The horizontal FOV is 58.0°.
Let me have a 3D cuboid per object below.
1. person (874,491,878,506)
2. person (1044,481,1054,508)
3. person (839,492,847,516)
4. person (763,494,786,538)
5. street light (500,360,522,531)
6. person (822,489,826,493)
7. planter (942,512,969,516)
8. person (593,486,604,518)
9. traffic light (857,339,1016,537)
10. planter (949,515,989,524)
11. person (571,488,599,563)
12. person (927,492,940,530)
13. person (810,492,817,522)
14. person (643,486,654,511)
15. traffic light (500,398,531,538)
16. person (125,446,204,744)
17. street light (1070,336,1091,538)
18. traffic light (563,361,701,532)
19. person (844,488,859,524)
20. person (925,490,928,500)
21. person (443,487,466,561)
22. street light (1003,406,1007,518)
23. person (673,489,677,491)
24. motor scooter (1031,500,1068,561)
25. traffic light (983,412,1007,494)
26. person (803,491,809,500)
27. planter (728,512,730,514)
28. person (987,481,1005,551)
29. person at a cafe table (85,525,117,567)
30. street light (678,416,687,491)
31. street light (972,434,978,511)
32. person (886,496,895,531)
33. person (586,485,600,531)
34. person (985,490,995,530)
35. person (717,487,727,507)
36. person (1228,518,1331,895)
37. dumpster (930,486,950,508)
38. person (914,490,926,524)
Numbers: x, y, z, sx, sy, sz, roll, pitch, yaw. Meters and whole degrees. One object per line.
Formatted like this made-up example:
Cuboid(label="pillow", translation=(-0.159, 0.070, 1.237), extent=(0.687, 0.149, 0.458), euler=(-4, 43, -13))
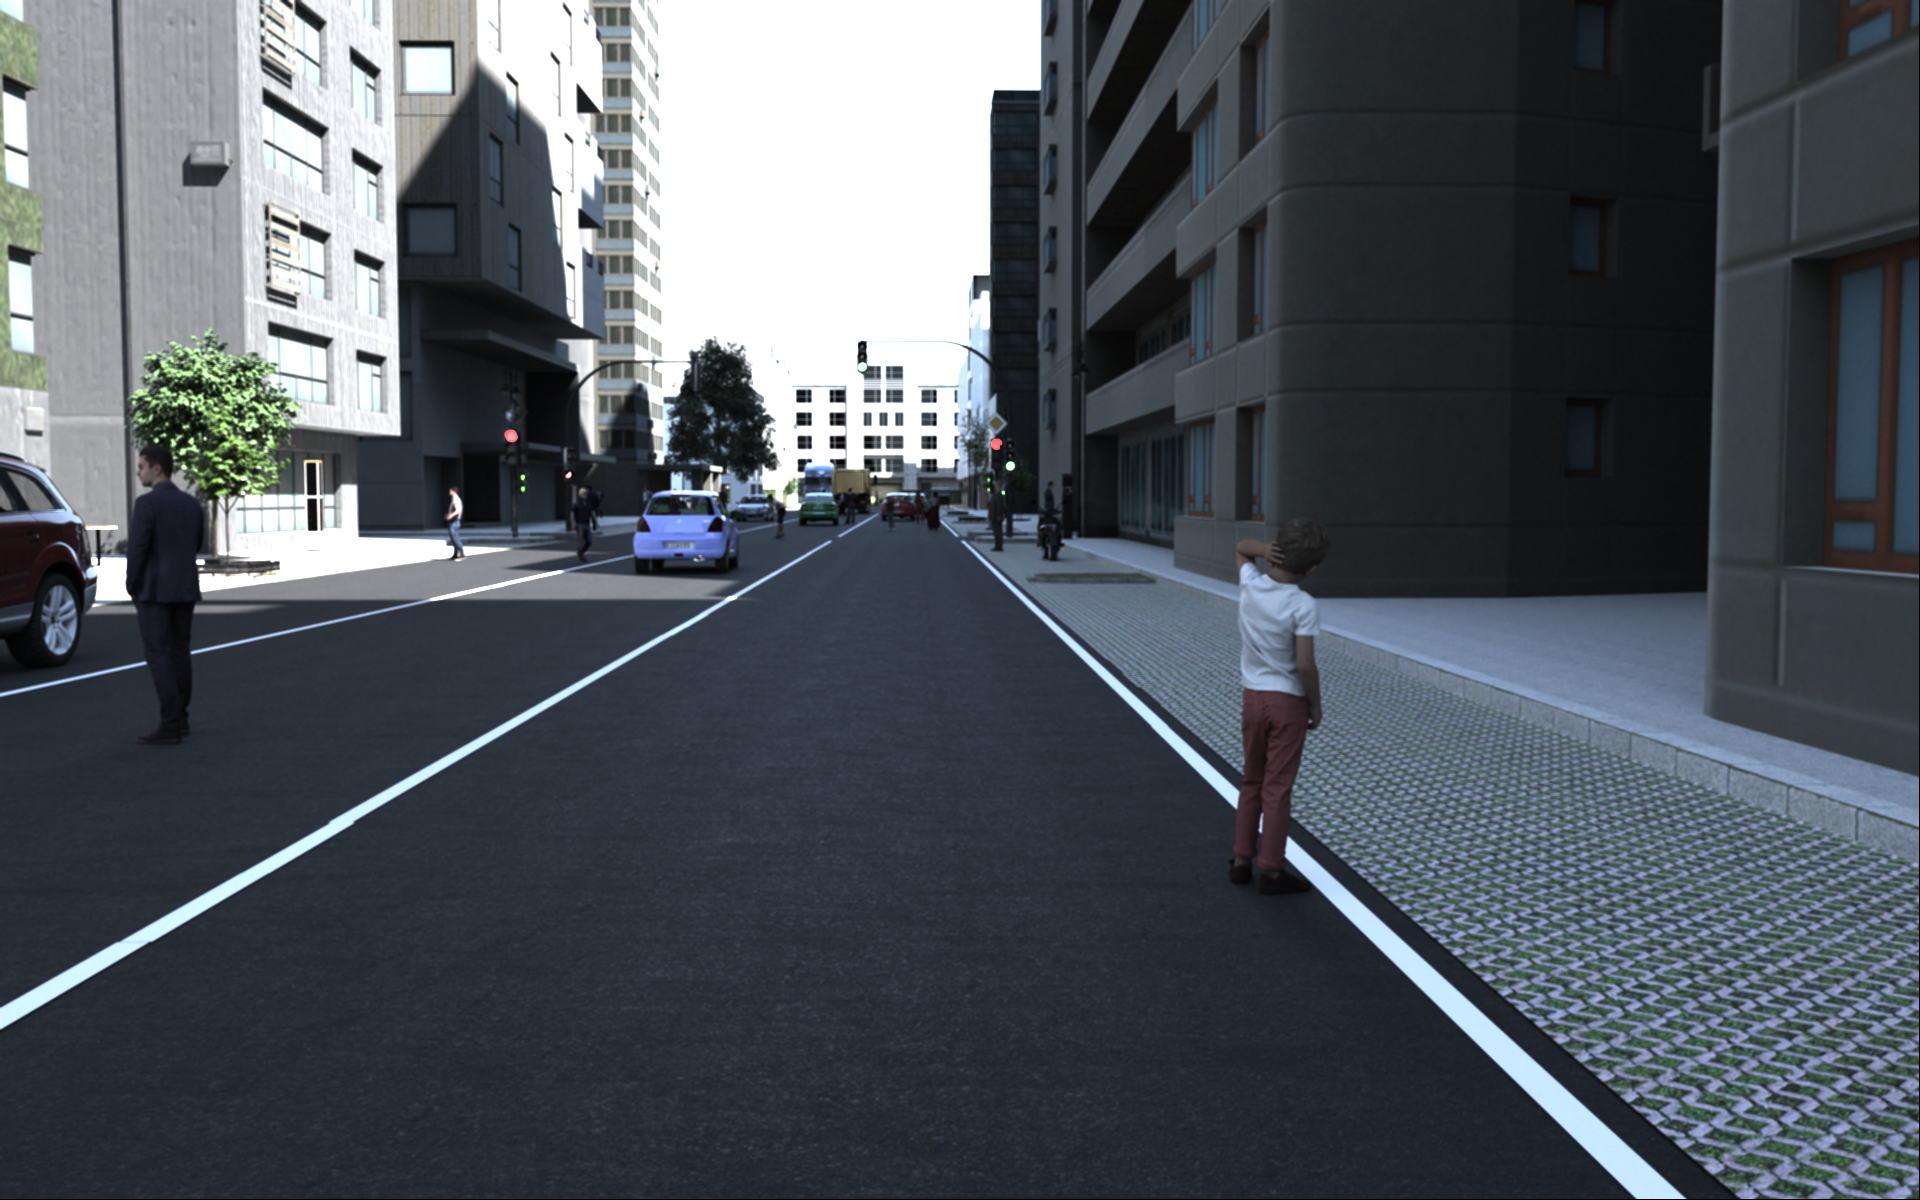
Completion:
Cuboid(label="person", translation=(-10.193, -12.357, 210.541), extent=(0.705, 1.823, 1.348), euler=(1, 4, 15))
Cuboid(label="person", translation=(3.030, -3.162, 58.662), extent=(0.530, 1.710, 0.541), euler=(2, 4, 33))
Cuboid(label="person", translation=(-7.628, -6.246, 112.840), extent=(0.590, 1.554, 0.614), euler=(-1, 4, -11))
Cuboid(label="person", translation=(-6.022, -2.737, 56.441), extent=(0.628, 1.438, 0.799), euler=(1, 4, 10))
Cuboid(label="street light", translation=(-15.479, -5.324, 59.832), extent=(0.468, 5.910, 1.993), euler=(0, 4, -2))
Cuboid(label="person", translation=(-8.661, -6.175, 110.188), extent=(0.841, 1.734, 0.376), euler=(0, 4, 7))
Cuboid(label="planter", translation=(-0.165, -5.524, 111.457), extent=(1.991, 0.319, 1.994), euler=(0, 4, -2))
Cuboid(label="person", translation=(-19.430, -5.269, 93.019), extent=(0.655, 1.722, 0.431), euler=(1, 4, 11))
Cuboid(label="traffic light", translation=(-0.647, -4.678, 51.152), extent=(4.771, 5.953, 1.251), euler=(0, 4, -2))
Cuboid(label="planter", translation=(0.571, -3.865, 84.324), extent=(1.991, 0.319, 1.994), euler=(0, 4, -2))
Cuboid(label="person", translation=(-7.832, -1.557, 36.169), extent=(0.569, 1.553, 0.471), euler=(-1, 4, -12))
Cuboid(label="person", translation=(-1.048, -3.582, 69.530), extent=(0.523, 1.526, 0.387), euler=(-1, 4, -14))
Cuboid(label="person", translation=(-7.702, -4.845, 89.984), extent=(0.482, 1.546, 0.388), euler=(1, 4, 15))
Cuboid(label="person", translation=(-16.852, -5.288, 93.228), extent=(0.376, 1.734, 0.841), euler=(-3, 5, -42))
Cuboid(label="traffic light", translation=(-13.094, -3.793, 50.938), extent=(0.839, 4.253, 0.868), euler=(0, 4, -2))
Cuboid(label="person", translation=(-4.648, -0.044, 10.140), extent=(0.530, 1.710, 0.541), euler=(2, 4, 29))
Cuboid(label="street light", translation=(3.513, -4.767, 50.736), extent=(0.468, 5.910, 1.993), euler=(0, 4, -2))
Cuboid(label="traffic light", translation=(-11.223, -5.159, 59.012), extent=(4.771, 5.953, 1.251), euler=(0, 4, -2))
Cuboid(label="person", translation=(-5.195, -4.524, 83.271), extent=(0.445, 1.727, 0.742), euler=(3, 5, 40))
Cuboid(label="person", translation=(-2.624, -7.530, 132.174), extent=(0.434, 1.755, 0.990), euler=(0, 4, 3))
Cuboid(label="person", translation=(-10.919, -1.645, 37.356), extent=(0.435, 1.587, 0.963), euler=(-2, 4, -26))
Cuboid(label="street light", translation=(2.400, -7.240, 91.157), extent=(0.468, 5.910, 1.993), euler=(0, 4, -2))
Cuboid(label="person", translation=(-11.562, -3.681, 70.155), extent=(0.593, 1.643, 0.415), euler=(3, 5, 45))
Cuboid(label="motor scooter", translation=(1.947, -1.512, 37.503), extent=(0.815, 1.314, 1.986), euler=(0, 4, -2))
Cuboid(label="traffic light", translation=(1.223, -4.307, 59.332), extent=(0.839, 4.253, 0.868), euler=(0, 4, -2))
Cuboid(label="person", translation=(-8.420, -5.163, 94.624), extent=(0.444, 1.614, 0.593), euler=(0, 4, -1))
Cuboid(label="planter", translation=(-14.444, -5.482, 110.774), extent=(1.991, 0.319, 1.994), euler=(0, 4, -2))
Cuboid(label="person", translation=(0.903, -2.101, 43.405), extent=(0.434, 1.755, 0.990), euler=(0, 4, -3))
Cuboid(label="person at a cafe table", translation=(-16.079, -1.190, 30.314), extent=(1.698, 1.238, 1.726), euler=(2, 4, 30))
Cuboid(label="street light", translation=(-16.535, -7.985, 103.347), extent=(0.468, 5.910, 1.993), euler=(0, 4, -2))
Cuboid(label="street light", translation=(1.212, -9.870, 134.155), extent=(0.468, 5.910, 1.993), euler=(0, 4, -2))
Cuboid(label="person", translation=(-2.728, -3.412, 68.197), extent=(0.435, 1.345, 0.340), euler=(1, 4, 15))
Cuboid(label="person", translation=(-13.077, -3.172, 61.072), extent=(0.504, 1.737, 0.576), euler=(2, 4, 34))
Cuboid(label="person", translation=(1.240, -3.626, 67.935), extent=(0.789, 1.805, 0.875), euler=(2, 4, 34))
Cuboid(label="person", translation=(-12.120, -4.847, 87.868), extent=(0.598, 1.807, 0.434), euler=(1, 4, 17))
Cuboid(label="person", translation=(1.138, 0.375, 6.282), extent=(0.435, 1.345, 0.340), euler=(2, 4, 35))
Cuboid(label="dumpster", translation=(-1.951, -10.113, 170.291), extent=(1.985, 2.255, 1.502), euler=(0, 4, -1))
Cuboid(label="person", translation=(-1.920, -4.478, 83.415), extent=(0.444, 1.614, 0.593), euler=(-2, 4, -29))
